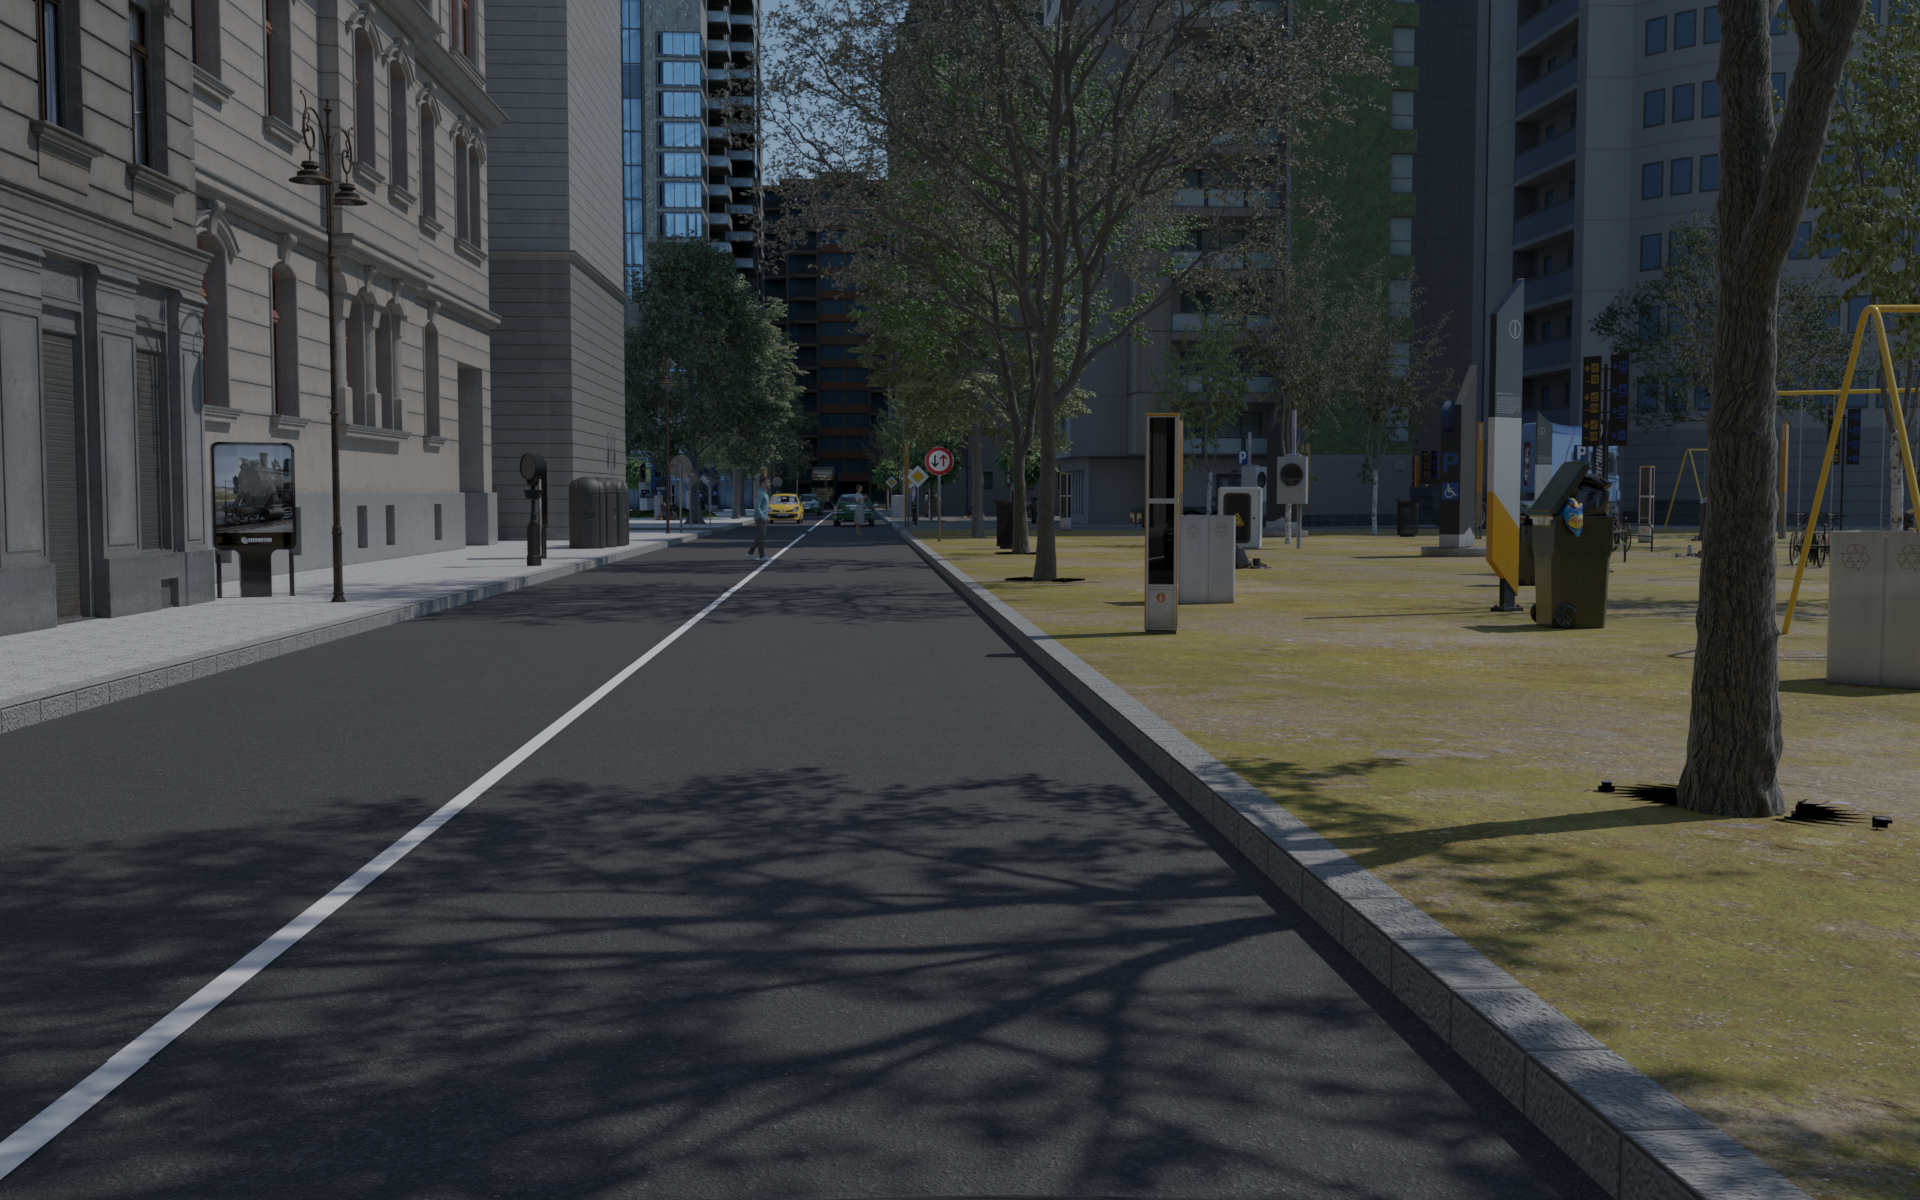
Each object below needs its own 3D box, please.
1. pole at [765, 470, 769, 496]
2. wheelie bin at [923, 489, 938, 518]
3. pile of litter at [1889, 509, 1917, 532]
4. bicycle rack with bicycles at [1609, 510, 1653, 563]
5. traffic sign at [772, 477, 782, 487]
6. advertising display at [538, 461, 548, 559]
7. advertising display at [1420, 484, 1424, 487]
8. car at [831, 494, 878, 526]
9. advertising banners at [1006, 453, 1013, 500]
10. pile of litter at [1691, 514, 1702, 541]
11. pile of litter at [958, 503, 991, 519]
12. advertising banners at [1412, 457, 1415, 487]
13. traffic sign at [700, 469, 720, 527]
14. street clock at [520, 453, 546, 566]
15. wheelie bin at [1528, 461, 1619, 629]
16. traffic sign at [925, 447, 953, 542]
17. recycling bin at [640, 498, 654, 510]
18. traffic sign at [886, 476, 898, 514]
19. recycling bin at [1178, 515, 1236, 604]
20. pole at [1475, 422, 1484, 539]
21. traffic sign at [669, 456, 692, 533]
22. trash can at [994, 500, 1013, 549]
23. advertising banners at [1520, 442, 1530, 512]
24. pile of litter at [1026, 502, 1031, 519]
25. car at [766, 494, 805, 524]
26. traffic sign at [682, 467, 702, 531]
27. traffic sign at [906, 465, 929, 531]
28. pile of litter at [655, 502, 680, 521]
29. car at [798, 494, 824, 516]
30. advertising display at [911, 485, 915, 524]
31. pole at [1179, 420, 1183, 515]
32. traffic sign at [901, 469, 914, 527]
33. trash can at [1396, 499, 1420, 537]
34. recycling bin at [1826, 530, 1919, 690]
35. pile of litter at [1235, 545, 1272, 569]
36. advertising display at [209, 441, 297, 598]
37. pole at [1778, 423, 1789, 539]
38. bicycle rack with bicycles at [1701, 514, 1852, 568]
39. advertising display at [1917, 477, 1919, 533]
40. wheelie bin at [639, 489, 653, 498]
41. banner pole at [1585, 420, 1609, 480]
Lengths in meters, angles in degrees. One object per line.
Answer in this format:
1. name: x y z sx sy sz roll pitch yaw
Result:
1. pole: -12.680 -7.336 113.783 0.158 3.312 0.155 0 3 0
2. wheelie bin: -1.587 -5.268 94.040 0.693 1.594 0.980 1 4 16
3. pile of litter: 27.154 -2.188 49.731 1.176 0.858 1.719 -1 4 -21
4. bicycle rack with bicycles: 11.067 -1.142 32.060 2.852 0.926 2.925 2 4 31
5. traffic sign: -13.439 -7.785 127.384 0.768 2.556 0.104 0 4 6
6. advertising display: -8.350 -1.801 34.664 0.123 1.923 0.974 -1 4 -17
7. advertising display: 30.921 -6.777 116.016 0.123 1.923 0.974 0 4 8
8. car: -4.764 -4.059 78.160 2.131 1.459 4.920 0 4 -2
9. advertising banners: 2.312 -4.785 74.419 0.090 3.025 2.074 1 4 20
10. pile of litter: 20.705 -2.049 47.463 1.176 0.858 1.719 -1 4 -9
11. pile of litter: 0.778 -4.672 90.360 1.719 0.858 1.176 0 4 5
12. advertising banners: 21.768 -5.187 80.998 2.074 3.025 0.090 1 4 15
13. traffic sign: -9.777 -3.922 67.773 0.795 2.450 0.064 0 4 -3
14. street clock: -7.602 -1.608 30.856 0.471 2.002 0.358 3 5 40
15. wheelie bin: 5.926 -0.541 16.760 0.693 1.594 0.980 0 4 -2
16. traffic sign: -0.559 -2.840 46.532 0.768 2.556 0.104 0 4 -2
17. recycling bin: -18.977 -5.673 105.314 0.722 1.027 0.722 3 5 42
18. traffic sign: -4.353 -6.666 110.181 0.795 2.450 0.064 0 4 2
19. recycling bin: 2.800 -0.488 20.526 0.722 1.027 0.722 -1 4 -14
20. pole: 14.773 -3.390 49.276 0.158 3.312 0.155 0 3 0
21. traffic sign: -9.257 -3.503 57.387 0.768 2.556 0.104 0 4 5
22. trash can: 1.158 -1.768 40.561 0.748 1.137 0.748 0 3 0
23. advertising banners: 18.911 -3.825 58.729 0.090 3.025 2.074 0 4 -3
24. pile of litter: 3.277 -4.693 90.689 1.719 0.858 1.176 -3 5 -40
25. car: -8.538 -4.532 84.325 2.015 1.641 3.980 0 4 -3
26. traffic sign: -9.300 -3.435 59.802 0.795 2.450 0.064 0 4 -3
27. traffic sign: -1.468 -3.462 60.248 0.795 2.450 0.064 0 4 -3
28. pile of litter: -14.358 -4.305 84.347 1.719 0.858 1.176 1 4 12
29. car: -10.082 -6.332 115.326 2.131 1.459 4.920 0 4 -2
30. advertising display: -1.930 -4.189 73.711 0.123 1.923 0.974 -1 4 -13
31. pole: 6.070 -3.314 48.021 0.158 3.312 0.155 0 3 0
32. traffic sign: -1.945 -3.950 68.219 0.795 2.450 0.064 0 4 -3
33. trash can: 13.418 -2.462 51.912 0.748 1.137 0.748 0 3 0
34. recycling bin: 6.352 0.052 11.701 0.722 1.027 0.722 3 5 43
35. pile of litter: 4.632 -0.998 30.276 1.176 0.858 1.719 -2 4 -34
36. advertising display: -8.765 -0.996 21.504 0.974 1.923 0.123 -2 4 -32
37. pole: 23.547 -3.405 49.523 0.158 3.312 0.155 0 3 0
38. bicycle rack with bicycles: 14.955 -1.112 31.559 2.852 0.926 2.925 3 5 44
39. advertising display: 26.974 -2.623 48.094 0.974 1.923 0.123 -1 4 -15
40. wheelie bin: -21.038 -6.604 115.887 0.980 1.594 0.693 1 4 9
41. banner pole: 18.884 -3.764 51.563 0.863 3.779 0.401 2 4 32
